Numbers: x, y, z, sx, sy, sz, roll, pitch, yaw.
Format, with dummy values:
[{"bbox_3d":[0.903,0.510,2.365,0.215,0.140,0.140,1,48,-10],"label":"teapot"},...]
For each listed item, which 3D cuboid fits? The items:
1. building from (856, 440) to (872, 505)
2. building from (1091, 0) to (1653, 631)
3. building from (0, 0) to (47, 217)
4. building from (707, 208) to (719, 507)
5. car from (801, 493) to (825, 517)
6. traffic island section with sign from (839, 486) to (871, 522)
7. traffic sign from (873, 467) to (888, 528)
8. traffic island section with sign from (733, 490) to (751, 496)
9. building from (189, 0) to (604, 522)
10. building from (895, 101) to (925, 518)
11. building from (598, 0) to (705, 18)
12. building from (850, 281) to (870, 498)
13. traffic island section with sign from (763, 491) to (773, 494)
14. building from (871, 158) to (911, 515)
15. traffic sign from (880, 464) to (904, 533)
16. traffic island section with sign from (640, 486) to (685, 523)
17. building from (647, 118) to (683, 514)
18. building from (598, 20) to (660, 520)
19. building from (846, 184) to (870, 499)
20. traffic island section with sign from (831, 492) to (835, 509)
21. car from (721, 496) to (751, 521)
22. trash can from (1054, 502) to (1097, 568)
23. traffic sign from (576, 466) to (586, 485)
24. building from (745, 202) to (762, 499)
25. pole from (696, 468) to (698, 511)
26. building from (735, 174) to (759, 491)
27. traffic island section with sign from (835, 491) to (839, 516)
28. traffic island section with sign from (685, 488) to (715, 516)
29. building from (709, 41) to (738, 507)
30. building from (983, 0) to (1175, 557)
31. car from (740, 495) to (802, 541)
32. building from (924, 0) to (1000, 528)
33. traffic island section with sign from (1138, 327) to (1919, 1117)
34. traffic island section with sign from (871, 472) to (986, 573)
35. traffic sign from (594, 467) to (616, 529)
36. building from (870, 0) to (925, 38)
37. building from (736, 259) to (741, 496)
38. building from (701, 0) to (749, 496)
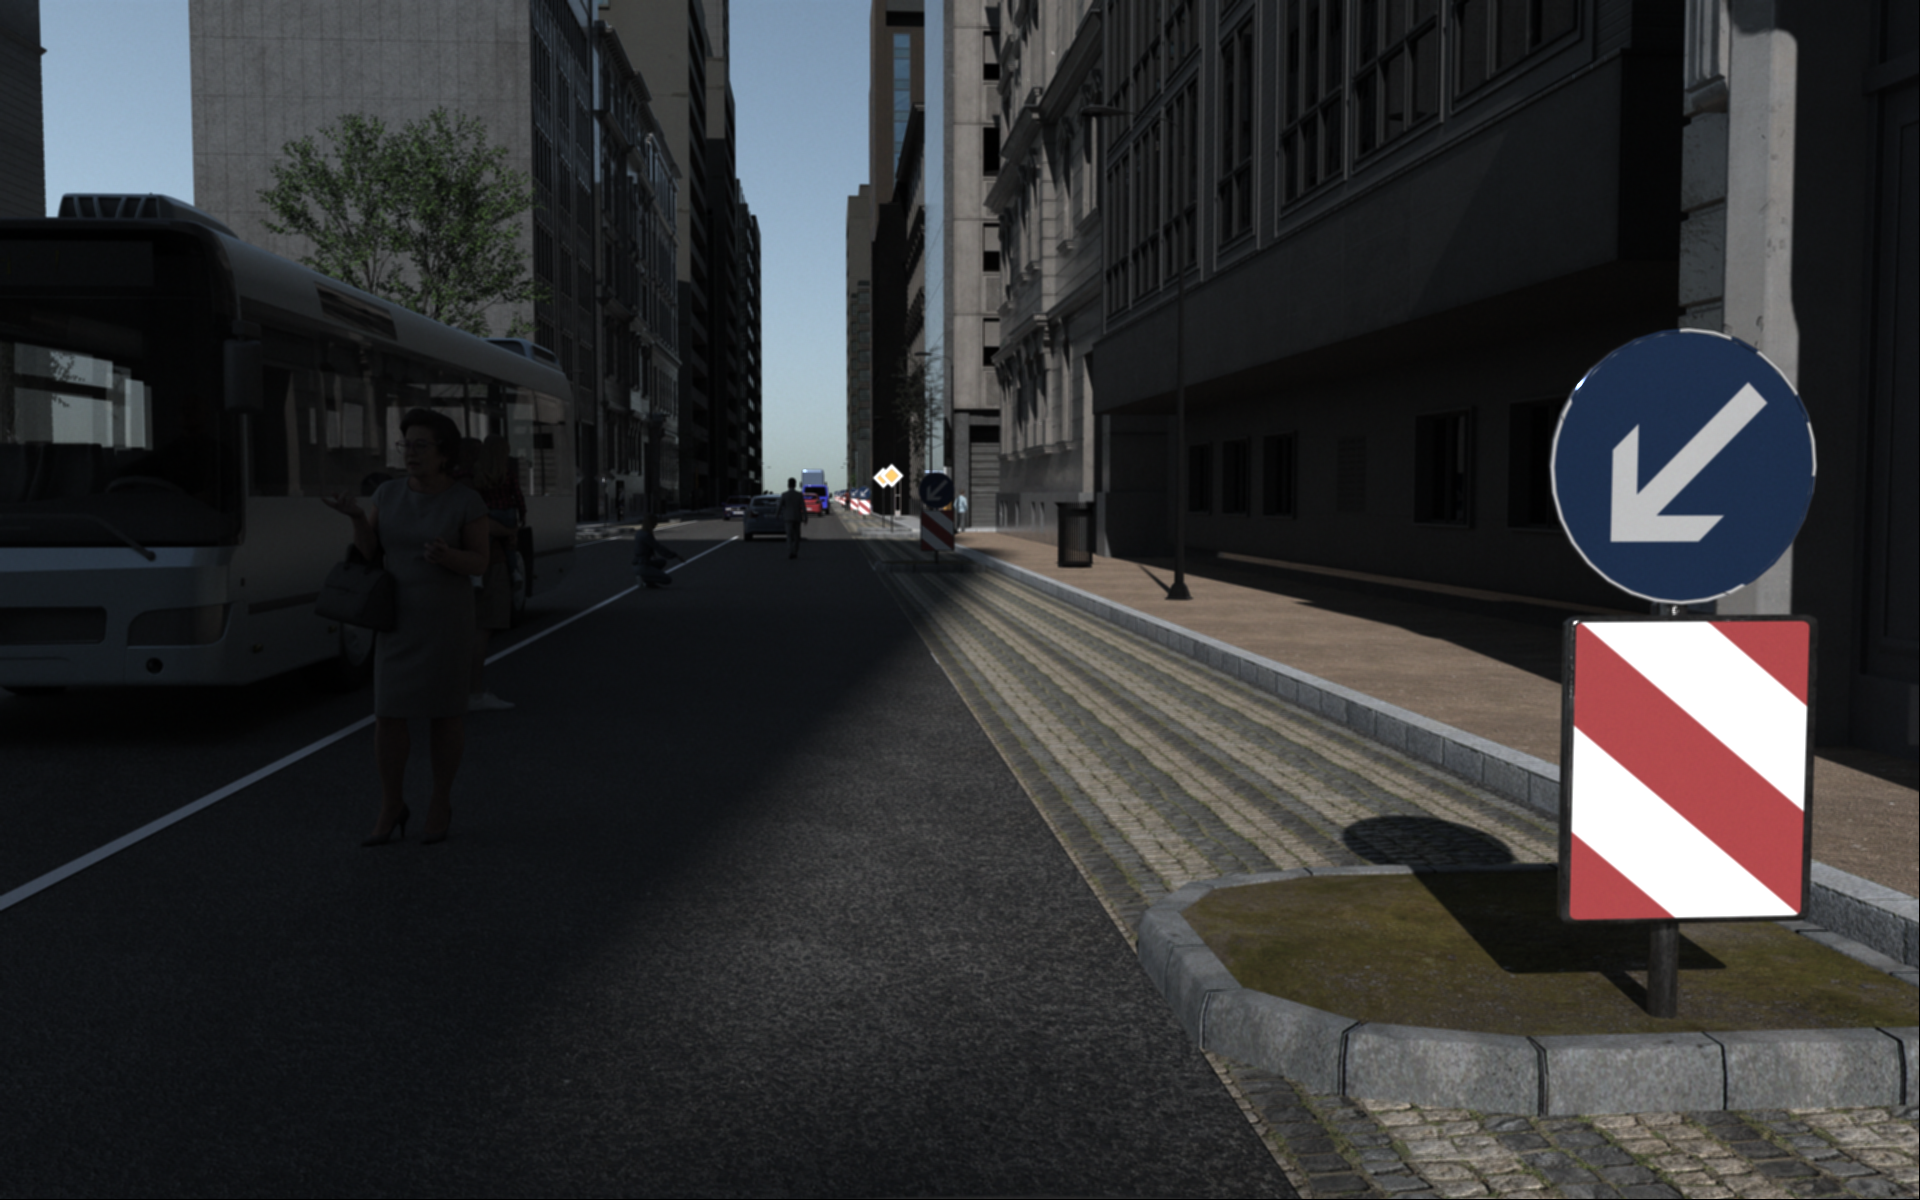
[{"bbox_3d":[-0.584,-54.187,198.625,22.319,86.520,31.000,0,4,-5],"label":"building"},{"bbox_3d":[10.472,-13.968,21.879,14.314,27.812,24.014,0,4,-5],"label":"building"},{"bbox_3d":[-52.485,-17.626,65.682,29.804,29.767,11.434,0,4,-5],"label":"building"},{"bbox_3d":[-30.900,-24.203,167.420,14.160,30.474,14.107,0,4,-5],"label":"building"},{"bbox_3d":[-9.532,-6.084,108.510,2.155,1.783,4.494,0,4,-4],"label":"car"},{"bbox_3d":[-4.984,-4.849,87.911,1.989,1.847,2.006,0,4,-5],"label":"traffic island section with sign"},{"bbox_3d":[-2.882,-3.762,65.158,0.795,2.450,0.064,0,4,-5],"label":"traffic sign"},{"bbox_3d":[-21.088,-9.494,163.858,1.989,1.847,2.006,0,4,-5],"label":"traffic island section with sign"},{"bbox_3d":[-22.426,-15.582,72.788,12.078,24.808,19.932,0,4,-5],"label":"building"},{"bbox_3d":[2.431,-16.216,94.016,11.050,23.489,19.941,0,4,-5],"label":"building"},{"bbox_3d":[-33.131,-32.102,148.569,21.300,48.544,21.600,0,4,-5],"label":"building"},{"bbox_3d":[-8.716,-29.207,249.234,14.160,30.474,14.107,0,4,-5],"label":"building"},{"bbox_3d":[-29.696,-16.170,273.009,1.989,1.847,2.006,0,4,-5],"label":"traffic island section with sign"},{"bbox_3d":[0.694,-17.255,111.791,12.332,23.373,15.834,0,4,-5],"label":"building"},{"bbox_3d":[-2.253,-3.276,57.198,0.795,2.450,0.064,0,4,-5],"label":"traffic sign"},{"bbox_3d":[-15.012,-4.793,87.000,1.989,1.847,2.006,0,4,-5],"label":"traffic island section with sign"},{"bbox_3d":[-26.104,-20.240,116.827,13.634,28.700,20.117,0,4,-5],"label":"building"},{"bbox_3d":[-24.259,-18.771,94.300,14.401,28.519,23.554,0,4,-5],"label":"building"},{"bbox_3d":[-6.620,-39.330,266.747,21.300,48.544,21.600,0,4,-5],"label":"building"},{"bbox_3d":[-11.062,-9.560,164.929,1.989,1.847,2.006,0,4,-5],"label":"traffic island section with sign"},{"bbox_3d":[-12.010,-5.005,94.417,1.945,1.354,3.894,0,4,-5],"label":"car"},{"bbox_3d":[2.015,-1.138,30.265,0.748,1.137,0.748,0,3,0],"label":"trash can"},{"bbox_3d":[-12.567,-3.227,56.407,0.795,2.450,0.064,0,4,-5],"label":"traffic sign"},{"bbox_3d":[-43.516,-40.313,282.819,21.300,48.544,21.600,0,4,-5],"label":"building"},{"bbox_3d":[-20.373,-8.584,134.198,0.158,3.312,0.155,0,3,0],"label":"pole"},{"bbox_3d":[-42.160,-38.975,256.851,23.786,49.044,30.456,0,4,-5],"label":"building"},{"bbox_3d":[-7.104,-6.493,114.783,1.989,1.847,2.006,0,4,-5],"label":"traffic island section with sign"},{"bbox_3d":[-17.157,-6.453,114.132,1.989,1.847,2.006,0,4,-5],"label":"traffic island section with sign"},{"bbox_3d":[-35.072,-34.300,184.501,21.300,48.544,21.600,0,4,-5],"label":"building"},{"bbox_3d":[8.257,-15.801,45.739,14.401,28.519,23.554,0,4,-5],"label":"building"},{"bbox_3d":[-5.858,-2.571,54.043,2.014,1.417,4.499,0,4,-6],"label":"car"},{"bbox_3d":[8.822,-15.493,71.329,19.932,24.808,12.078,0,4,-5],"label":"building"},{"bbox_3d":[1.571,0.226,4.926,1.989,1.847,2.006,0,4,-5],"label":"traffic island section with sign"},{"bbox_3d":[-0.586,-1.446,32.271,1.989,1.847,2.006,0,4,-5],"label":"traffic island section with sign"},{"bbox_3d":[-13.196,-3.714,64.367,0.795,2.450,0.064,0,4,-5],"label":"traffic sign"},{"bbox_3d":[-1.070,-31.369,162.999,14.600,45.320,14.200,0,4,-5],"label":"building"},{"bbox_3d":[-33.279,-26.412,203.542,14.160,30.474,14.107,0,4,-5],"label":"building"},{"bbox_3d":[-38.860,-48.478,230.870,20.563,71.187,20.611,0,4,-5],"label":"building"}]
